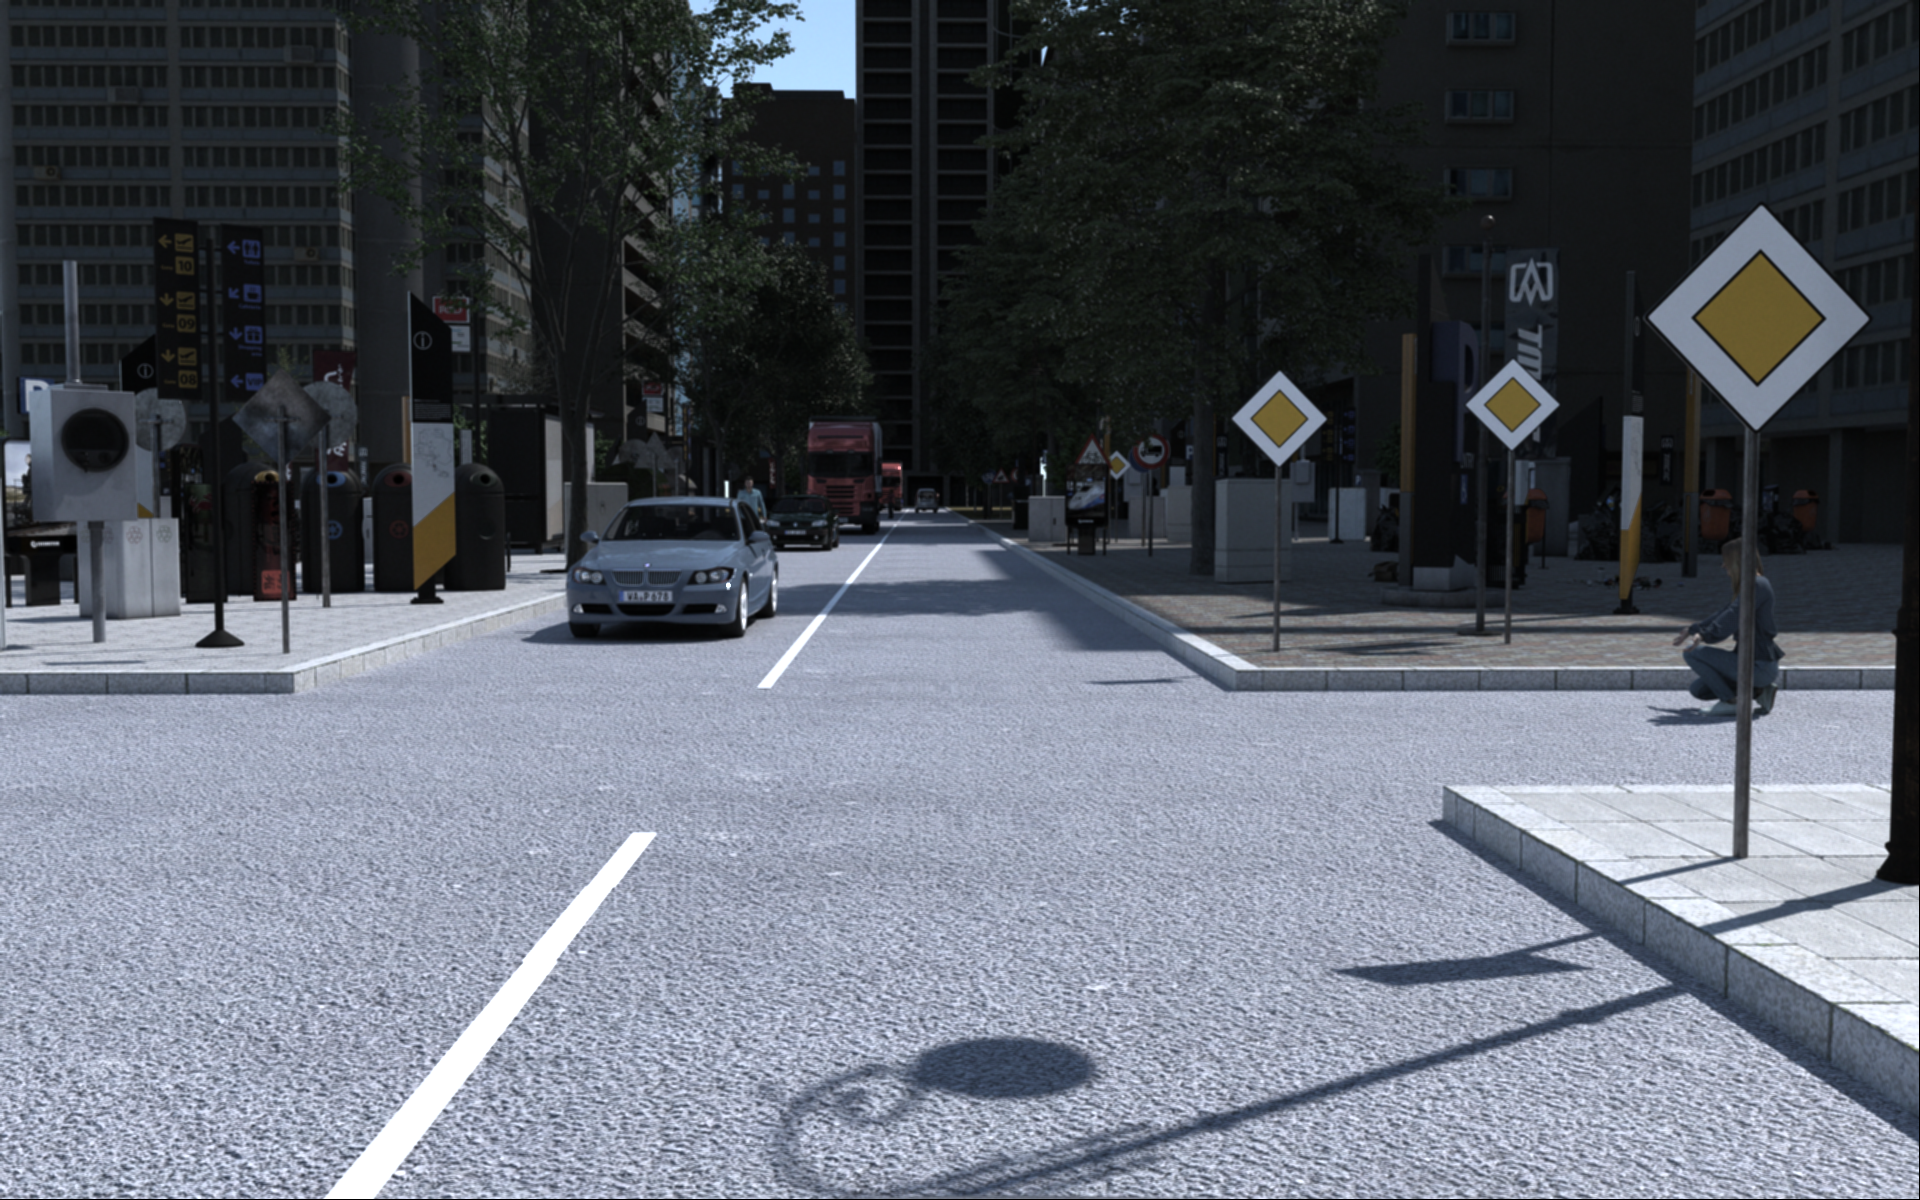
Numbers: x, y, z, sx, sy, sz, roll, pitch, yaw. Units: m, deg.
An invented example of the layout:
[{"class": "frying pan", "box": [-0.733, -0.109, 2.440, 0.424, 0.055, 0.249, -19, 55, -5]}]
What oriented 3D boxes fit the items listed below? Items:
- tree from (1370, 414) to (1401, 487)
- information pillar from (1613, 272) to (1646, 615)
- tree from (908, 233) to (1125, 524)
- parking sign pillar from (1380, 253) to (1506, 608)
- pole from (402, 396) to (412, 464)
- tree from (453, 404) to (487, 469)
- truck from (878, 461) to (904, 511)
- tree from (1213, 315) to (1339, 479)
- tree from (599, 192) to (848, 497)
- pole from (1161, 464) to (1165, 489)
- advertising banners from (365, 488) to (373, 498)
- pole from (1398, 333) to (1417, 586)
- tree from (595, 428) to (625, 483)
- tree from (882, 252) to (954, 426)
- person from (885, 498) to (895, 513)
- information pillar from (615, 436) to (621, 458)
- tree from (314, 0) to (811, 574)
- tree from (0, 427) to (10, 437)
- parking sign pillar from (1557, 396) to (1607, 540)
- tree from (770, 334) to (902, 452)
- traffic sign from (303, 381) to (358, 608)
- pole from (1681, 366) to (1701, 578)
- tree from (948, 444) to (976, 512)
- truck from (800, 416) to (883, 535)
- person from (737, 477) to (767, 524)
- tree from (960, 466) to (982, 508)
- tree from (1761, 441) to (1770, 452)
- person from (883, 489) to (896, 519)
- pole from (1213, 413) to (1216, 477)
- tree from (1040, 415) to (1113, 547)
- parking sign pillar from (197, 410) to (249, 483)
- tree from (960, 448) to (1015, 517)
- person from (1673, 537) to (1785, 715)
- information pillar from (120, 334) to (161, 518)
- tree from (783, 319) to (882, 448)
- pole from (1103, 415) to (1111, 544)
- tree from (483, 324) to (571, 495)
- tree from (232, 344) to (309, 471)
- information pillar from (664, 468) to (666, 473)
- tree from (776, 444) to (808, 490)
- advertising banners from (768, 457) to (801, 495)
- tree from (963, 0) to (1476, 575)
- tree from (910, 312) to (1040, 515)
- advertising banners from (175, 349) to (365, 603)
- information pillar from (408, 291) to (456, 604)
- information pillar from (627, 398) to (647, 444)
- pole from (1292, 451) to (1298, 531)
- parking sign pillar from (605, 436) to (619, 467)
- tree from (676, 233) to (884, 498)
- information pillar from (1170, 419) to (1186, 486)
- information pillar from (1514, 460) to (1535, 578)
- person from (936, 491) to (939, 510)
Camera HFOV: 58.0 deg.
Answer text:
[{"class": "tree", "box": [16.878, -4.902, 63.857, 4.285, 4.588, 4.351, 0, 3, 0]}, {"class": "information pillar", "box": [7.191, -1.662, 18.522, 0.183, 3.616, 0.504, 3, 4, 36]}, {"class": "tree", "box": [2.627, -9.589, 73.789, 9.611, 12.733, 9.660, 0, 3, 0]}, {"class": "parking sign pillar", "box": [5.630, -1.929, 20.017, 1.447, 3.967, 1.447, 2, 4, 28]}, {"class": "pole", "box": [-11.543, -2.593, 36.246, 0.158, 3.312, 0.155, 0, 3, 0]}, {"class": "tree", "box": [-17.822, -4.746, 61.315, 4.285, 4.588, 4.351, 0, 3, 0]}, {"class": "truck", "box": [-6.184, -9.729, 147.984, 2.839, 4.237, 11.283, 0, 4, -2]}, {"class": "tree", "box": [13.071, -7.250, 68.902, 4.360, 8.622, 3.978, 0, 3, 0]}, {"class": "tree", "box": [-7.123, -7.244, 52.846, 8.767, 10.594, 7.601, 1, 4, 16]}, {"class": "pole", "box": [8.009, -4.556, 68.326, 0.158, 3.312, 0.155, 0, 3, 0]}, {"class": "advertising banners", "box": [-16.729, -3.188, 48.318, 2.074, 3.025, 0.090, 0, 4, 2]}, {"class": "pole", "box": [5.736, -1.731, 22.138, 0.158, 3.312, 0.155, 0, 3, 0]}, {"class": "tree", "box": [-18.104, -6.310, 86.889, 4.285, 4.588, 4.351, 0, 3, 0]}, {"class": "tree", "box": [2.678, -8.551, 57.932, 7.486, 12.596, 7.792, 0, 3, 0]}, {"class": "person", "box": [-5.303, -7.339, 131.721, 0.991, 1.433, 0.599, 0, 4, 5]}, {"class": "information pillar", "box": [-13.666, -4.771, 69.355, 0.183, 3.616, 0.504, 1, 4, 10]}, {"class": "tree", "box": [-6.218, -6.237, 27.738, 9.928, 11.665, 9.643, 0, 3, 0]}, {"class": "tree", "box": [-40.359, -5.342, 71.055, 4.285, 4.588, 4.351, 0, 3, 0]}, {"class": "parking sign pillar", "box": [17.353, -3.664, 48.372, 1.447, 3.967, 1.447, -3, 4, -38]}, {"class": "tree", "box": [-9.331, -13.280, 127.496, 12.009, 13.543, 11.850, 0, 3, 0]}, {"class": "traffic sign", "box": [-7.163, -1.186, 19.505, 0.768, 2.556, 0.104, 0, 4, 1]}, {"class": "pole", "box": [11.243, -2.004, 26.608, 0.158, 3.312, 0.155, 0, 3, 0]}, {"class": "tree", "box": [0.929, -10.496, 121.969, 4.360, 8.622, 3.978, 0, 3, 0]}, {"class": "truck", "box": [-4.235, -4.622, 64.477, 2.839, 4.237, 11.283, 0, 4, -1]}, {"class": "person", "box": [-4.684, -1.852, 38.798, 0.660, 1.820, 0.620, -1, 4, -19]}, {"class": "tree", "box": [0.836, -12.868, 160.759, 4.737, 8.622, 4.395, 0, 3, 0]}, {"class": "tree", "box": [30.934, -7.009, 64.961, 4.737, 8.622, 4.395, 0, 3, 0]}, {"class": "person", "box": [-4.125, -5.648, 101.566, 0.721, 1.743, 1.217, -3, 4, -38]}, {"class": "pole", "box": [6.346, -3.054, 43.769, 0.158, 3.312, 0.155, 0, 3, 0]}, {"class": "tree", "box": [2.731, -2.951, 42.852, 1.663, 3.219, 1.824, 0, 3, 0]}, {"class": "parking sign pillar", "box": [-23.370, -4.051, 54.709, 1.447, 3.967, 1.447, -2, 4, -29]}, {"class": "tree", "box": [1.512, -7.003, 98.220, 4.285, 4.588, 4.351, 0, 3, 0]}, {"class": "person", "box": [4.942, 0.168, 11.254, 0.738, 1.151, 1.012, 2, 4, 32]}, {"class": "information pillar", "box": [-11.897, -2.070, 25.191, 0.504, 3.616, 0.183, -2, 4, -30]}, {"class": "tree", "box": [-8.485, -11.793, 110.943, 7.486, 12.596, 7.792, 0, 3, 0]}, {"class": "pole", "box": [3.793, -3.109, 44.667, 0.158, 3.312, 0.155, 0, 3, 0]}, {"class": "tree", "box": [-18.974, -7.618, 74.918, 4.360, 8.622, 3.978, 0, 3, 0]}, {"class": "tree", "box": [-33.523, -8.214, 84.660, 4.737, 8.622, 4.395, 0, 3, 0]}, {"class": "information pillar", "box": [-15.017, -5.917, 88.093, 0.504, 3.616, 0.183, 1, 4, 11]}, {"class": "tree", "box": [-8.817, -6.991, 98.019, 4.285, 4.588, 4.351, 0, 3, 0]}, {"class": "advertising banners", "box": [-8.433, -5.324, 83.230, 0.090, 3.025, 2.074, 3, 5, 43]}, {"class": "tree", "box": [3.959, -6.647, 26.800, 7.486, 12.596, 7.792, 0, 3, 0]}, {"class": "tree", "box": [1.800, -12.272, 107.294, 9.857, 13.997, 8.962, 0, 3, 0]}, {"class": "advertising banners", "box": [-8.245, -1.498, 20.679, 2.074, 3.025, 0.090, -2, 4, -29]}, {"class": "information pillar", "box": [-6.171, -1.765, 20.216, 0.504, 3.616, 0.183, -2, 4, -29]}, {"class": "information pillar", "box": [-7.877, -3.122, 42.402, 0.504, 3.616, 0.183, 0, 4, -4]}, {"class": "pole", "box": [11.541, -4.028, 59.701, 0.158, 3.312, 0.155, 0, 3, 0]}, {"class": "parking sign pillar", "box": [-16.109, -5.666, 81.104, 1.447, 3.967, 1.447, -3, 5, -40]}, {"class": "tree", "box": [-8.044, -9.750, 76.413, 9.611, 12.733, 9.660, 0, 3, 0]}, {"class": "information pillar", "box": [6.539, -3.707, 51.965, 0.504, 3.616, 0.183, -1, 4, -16]}, {"class": "information pillar", "box": [8.655, -2.160, 26.672, 0.183, 3.616, 0.504, 2, 4, 33]}, {"class": "person", "box": [-2.051, -8.624, 150.203, 0.721, 1.736, 1.217, 0, 4, -6]}]
